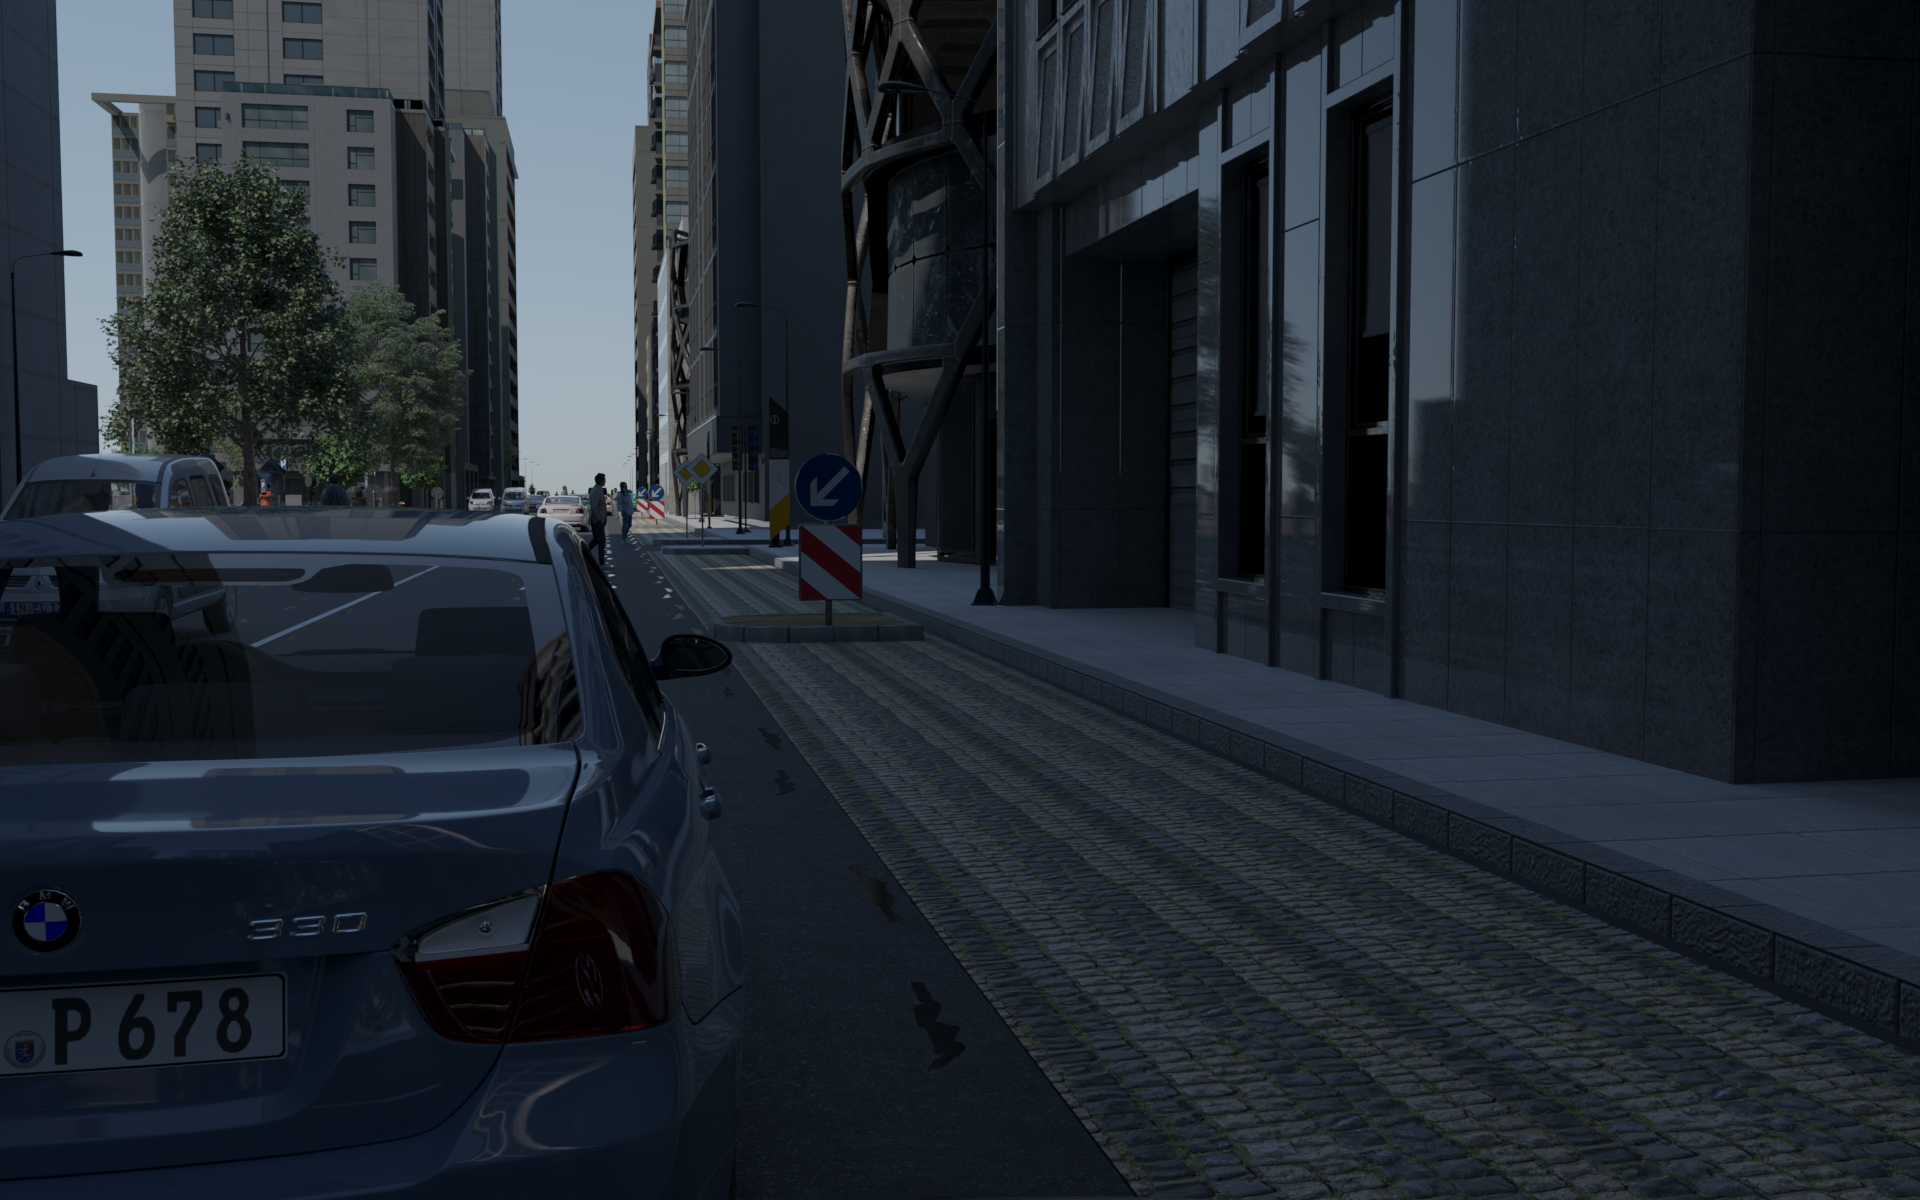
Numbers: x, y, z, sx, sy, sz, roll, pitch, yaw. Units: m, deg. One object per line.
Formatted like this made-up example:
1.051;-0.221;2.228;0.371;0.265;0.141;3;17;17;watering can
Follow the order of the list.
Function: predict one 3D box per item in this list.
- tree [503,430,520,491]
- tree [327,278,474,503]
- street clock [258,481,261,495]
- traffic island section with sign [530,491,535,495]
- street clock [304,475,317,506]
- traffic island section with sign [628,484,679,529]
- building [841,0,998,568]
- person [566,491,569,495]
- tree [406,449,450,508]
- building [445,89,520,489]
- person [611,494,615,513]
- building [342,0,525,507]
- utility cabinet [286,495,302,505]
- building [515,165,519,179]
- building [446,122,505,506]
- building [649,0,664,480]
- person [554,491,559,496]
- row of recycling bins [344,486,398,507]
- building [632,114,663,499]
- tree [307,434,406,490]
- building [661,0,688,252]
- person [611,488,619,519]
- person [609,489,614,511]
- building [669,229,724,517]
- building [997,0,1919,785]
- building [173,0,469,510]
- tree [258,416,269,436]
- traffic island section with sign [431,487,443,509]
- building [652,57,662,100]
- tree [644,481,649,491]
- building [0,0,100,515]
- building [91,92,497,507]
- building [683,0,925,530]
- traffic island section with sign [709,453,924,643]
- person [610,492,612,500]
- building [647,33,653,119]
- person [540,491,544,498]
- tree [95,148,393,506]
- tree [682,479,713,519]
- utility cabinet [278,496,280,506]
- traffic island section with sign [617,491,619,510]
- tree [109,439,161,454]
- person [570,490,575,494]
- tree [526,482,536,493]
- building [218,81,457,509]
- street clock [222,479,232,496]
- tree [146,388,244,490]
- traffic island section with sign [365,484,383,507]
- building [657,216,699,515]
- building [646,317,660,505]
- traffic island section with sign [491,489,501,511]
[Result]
-51.913;-15.040;196.258;4.360;8.622;3.978;0;3;0;tree
-33.229;-11.931;101.724;9.857;13.997;8.962;0;3;0;tree
-37.901;-5.473;94.058;0.358;2.002;0.471;-3;4;-38;street clock
-55.606;-13.273;225.640;1.989;1.847;2.006;-1;4;-12;traffic island section with sign
-24.437;-3.708;65.203;0.471;2.002;0.358;2;4;32;street clock
-12.779;-3.889;72.215;1.989;1.847;2.006;-1;4;-12;traffic island section with sign
5.881;-10.250;35.045;16.820;18.784;16.811;-1;4;-12;building
-36.102;-9.116;158.351;0.742;1.727;0.445;0;4;2;person
-35.548;-8.012;114.709;4.285;4.588;4.351;0;3;0;tree
-65.288;-35.879;210.316;21.300;48.544;21.600;-1;4;-12;building
-26.360;-7.367;132.166;0.599;1.433;0.991;1;4;14;person
-69.213;-48.480;230.904;20.563;71.187;20.611;-1;4;-12;building
-43.444;-6.220;112.857;1.020;1.237;0.306;-2;4;-32;utility cabinet
-79.642;-40.648;253.836;28.713;52.752;27.495;-1;4;-12;building
-56.477;-30.638;184.521;14.154;41.232;14.086;-1;4;-12;building
-16.480;-30.686;156.338;22.147;44.769;28.867;-1;4;-12;building
-48.272;-12.123;207.258;0.990;1.755;0.434;1;4;21;person
-30.616;-5.007;88.977;3.534;1.692;1.069;0;4;3;row of recycling bins
-30.254;-36.427;219.286;21.300;48.544;21.600;-1;4;-12;building
-28.923;-5.924;80.569;4.285;4.588;4.351;0;3;0;tree
-15.985;-27.588;134.662;14.154;41.232;14.086;-1;4;-12;building
-19.987;-5.598;100.209;0.466;1.800;0.511;-3;5;-40;person
-28.721;-8.226;142.981;0.705;1.826;1.348;-2;4;-28;person
-8.308;-14.242;100.316;16.820;18.784;16.811;-1;4;-12;building
8.313;-11.799;10.938;12.078;24.808;19.932;-1;4;-12;building
-50.777;-43.006;141.400;20.563;71.187;20.611;-1;4;-12;building
-48.314;-10.159;116.468;4.737;8.622;4.395;0;3;0;tree
-28.792;-5.315;95.534;1.989;1.847;2.006;-1;4;-12;traffic island section with sign
-34.158;-57.015;244.863;22.319;86.520;31.000;-1;4;-12;building
-36.852;-12.991;207.007;1.663;3.219;1.824;0;3;0;tree
-27.425;-35.883;24.944;20.611;71.187;20.563;-1;4;-12;building
-61.157;-28.861;163.755;32.217;40.220;23.993;-1;4;-12;building
-4.070;-17.180;74.408;14.314;27.812;24.014;-1;4;-12;building
-1.524;-0.545;17.531;1.989;1.847;2.006;-1;4;-12;traffic island section with sign
-35.681;-10.303;177.629;0.621;1.740;0.551;1;4;13;person
-40.135;-50.896;270.400;20.563;71.187;20.611;-1;4;-12;building
-38.244;-9.098;157.971;0.721;1.743;1.217;-3;5;-42;person
-23.931;-8.611;57.802;9.611;12.733;9.660;0;3;0;tree
-13.590;-5.767;88.889;1.663;3.219;1.824;0;3;0;tree
-36.537;-4.944;91.999;0.306;1.237;1.020;1;4;15;utility cabinet
-28.344;-8.504;147.666;1.989;1.847;2.006;-1;4;-12;traffic island section with sign
-48.869;-7.273;102.623;4.285;4.588;4.351;0;3;0;tree
-34.653;-8.959;154.997;1.348;1.821;0.705;0;4;0;person
-68.628;-17.279;277.109;1.663;3.219;1.824;0;3;0;tree
-44.715;-21.668;125.981;14.160;30.474;14.107;-1;4;-12;building
-35.066;-4.786;82.821;0.471;2.002;0.358;1;4;16;street clock
-41.370;-8.663;91.997;4.737;8.622;4.395;0;3;0;tree
-23.339;-3.695;69.046;1.989;1.847;2.006;-1;4;-12;traffic island section with sign
-14.673;-15.986;116.118;10.420;20.320;16.860;-1;4;-12;building
-19.213;-20.849;185.919;27.650;21.520;28.899;-1;4;-12;building
-38.784;-8.278;143.981;1.989;1.847;2.006;-1;4;-12;traffic island section with sign
